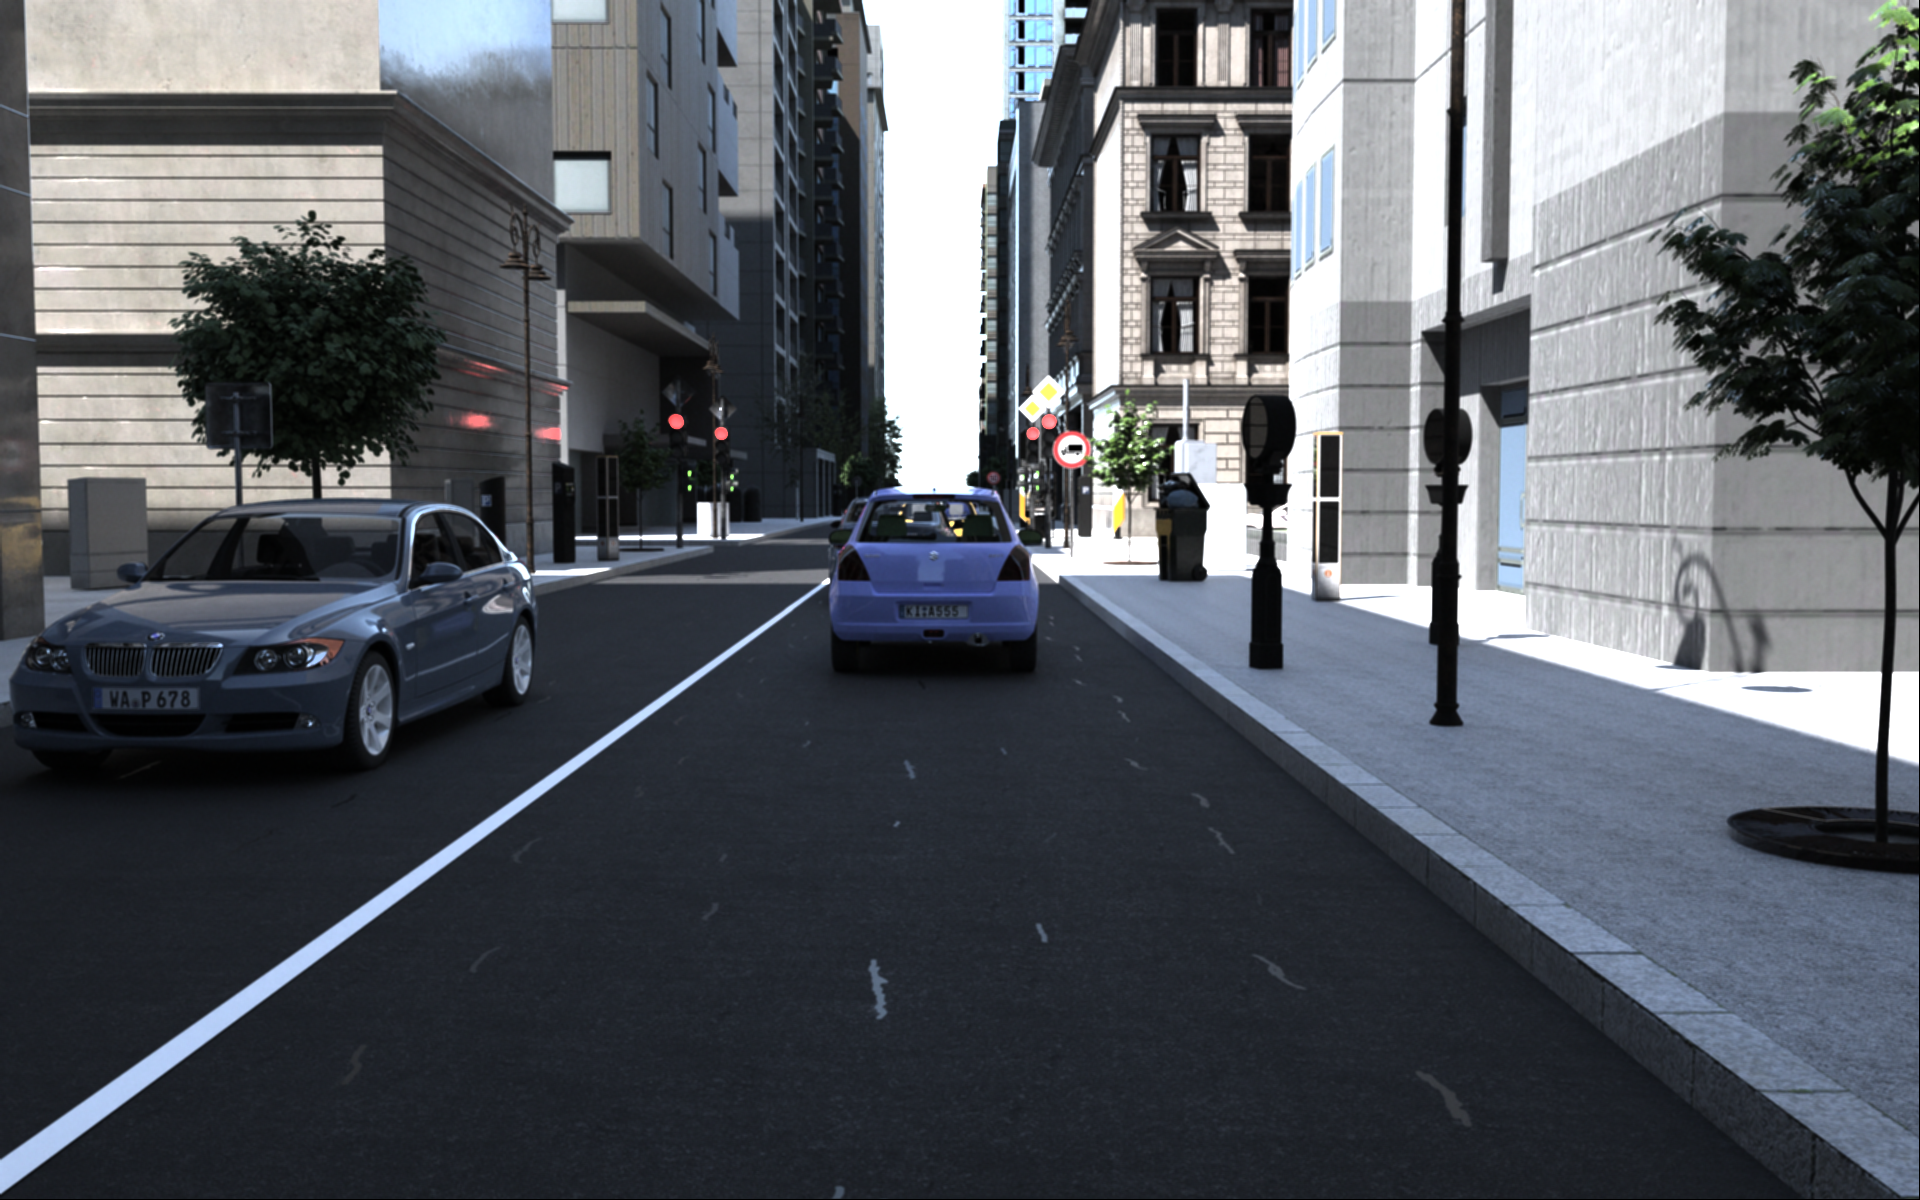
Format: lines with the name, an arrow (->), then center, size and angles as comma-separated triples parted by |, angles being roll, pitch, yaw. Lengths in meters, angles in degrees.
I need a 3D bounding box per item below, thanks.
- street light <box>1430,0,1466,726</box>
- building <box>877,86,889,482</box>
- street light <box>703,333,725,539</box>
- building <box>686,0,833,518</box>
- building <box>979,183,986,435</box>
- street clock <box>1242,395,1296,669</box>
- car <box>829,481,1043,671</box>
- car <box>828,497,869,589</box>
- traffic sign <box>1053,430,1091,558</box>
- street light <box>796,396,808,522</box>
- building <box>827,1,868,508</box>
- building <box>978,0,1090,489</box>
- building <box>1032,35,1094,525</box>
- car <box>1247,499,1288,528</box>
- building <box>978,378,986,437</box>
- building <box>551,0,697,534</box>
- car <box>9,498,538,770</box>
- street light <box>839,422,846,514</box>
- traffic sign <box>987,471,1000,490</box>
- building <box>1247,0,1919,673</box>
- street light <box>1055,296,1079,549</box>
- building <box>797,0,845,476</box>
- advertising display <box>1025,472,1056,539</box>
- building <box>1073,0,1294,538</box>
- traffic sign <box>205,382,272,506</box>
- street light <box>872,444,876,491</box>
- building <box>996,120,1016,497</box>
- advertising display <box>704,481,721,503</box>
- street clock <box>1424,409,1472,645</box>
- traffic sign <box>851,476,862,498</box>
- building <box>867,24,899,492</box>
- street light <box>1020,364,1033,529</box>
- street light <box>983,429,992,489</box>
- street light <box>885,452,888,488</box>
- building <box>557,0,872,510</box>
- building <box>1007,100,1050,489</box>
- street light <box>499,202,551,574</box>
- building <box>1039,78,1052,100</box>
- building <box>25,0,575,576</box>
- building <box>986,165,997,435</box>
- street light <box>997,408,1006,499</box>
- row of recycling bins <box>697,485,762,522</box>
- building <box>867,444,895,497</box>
street light -> 2.711, -2.244, 9.474 | 0.468, 5.910, 1.993 | 0, 4, 0
building -> -23.763, -38.672, 221.527 | 28.713, 52.752, 27.495 | 0, 4, 0
street light -> -7.060, -4.711, 49.807 | 0.468, 5.910, 1.993 | 0, 4, 0
building -> -17.862, -40.486, 100.195 | 20.563, 71.187, 20.611 | 0, 4, 0
building -> 13.738, -35.756, 239.227 | 22.147, 44.769, 28.867 | 0, 4, 0
street clock -> 2.259, -0.499, 12.723 | 0.358, 2.002, 0.471 | -1, 4, -14
car -> -0.217, -0.350, 15.322 | 1.945, 1.707, 3.694 | 0, 4, -1
car -> -0.908, -0.796, 25.019 | 2.014, 1.417, 4.499 | 0, 4, 1
traffic sign -> 2.238, -2.111, 34.626 | 0.768, 2.556, 0.104 | 1, 4, 9
street light -> -7.363, -6.585, 80.450 | 0.468, 5.910, 1.993 | 0, 4, 0
building -> -15.718, -31.154, 159.476 | 14.600, 45.320, 14.200 | 0, 4, 0
building -> 13.335, -53.156, 181.772 | 22.319, 86.520, 31.000 | 0, 4, 0
building -> 8.814, -14.252, 83.935 | 10.553, 20.767, 40.483 | 0, 4, 0
car -> 8.761, -1.983, 44.780 | 4.827, 1.381, 2.083 | 0, 3, 0
building -> 16.840, -25.953, 269.374 | 27.650, 21.520, 28.899 | 0, 4, 0
building -> -22.721, -28.904, 61.812 | 28.713, 52.752, 27.495 | 0, 4, 0
car -> -3.862, 0.090, 10.525 | 2.014, 1.417, 4.499 | 0, 4, 1
street light -> -7.458, -8.450, 110.945 | 0.468, 5.910, 1.993 | 0, 4, 0
traffic sign -> 1.867, -5.881, 96.267 | 0.768, 2.556, 0.104 | 0, 4, 5
building -> 15.782, -29.522, 24.676 | 21.231, 58.520, 28.212 | 0, 4, 0
street light -> 2.508, -4.147, 40.593 | 0.468, 5.910, 1.993 | 0, 4, 0
building -> -20.756, -29.562, 137.970 | 22.147, 44.769, 28.867 | 0, 4, 0
advertising display -> 2.319, -2.736, 49.945 | 0.974, 1.923, 0.123 | 2, 4, 31
building -> 13.574, -11.642, 54.971 | 19.286, 19.102, 10.561 | 0, 4, 0
traffic sign -> -6.608, -0.841, 15.888 | 0.606, 2.300, 0.079 | 0, 4, 2
street light -> -7.723, -11.224, 156.306 | 0.468, 5.910, 1.993 | 0, 4, 0
building -> 9.847, -22.343, 137.002 | 14.160, 30.474, 14.107 | 0, 4, 0
advertising display -> -12.594, -5.089, 88.419 | 0.974, 1.923, 0.123 | 0, 4, 7
street clock -> 4.131, -0.621, 14.720 | 0.358, 2.002, 0.471 | -1, 4, -9
traffic sign -> -7.235, -7.417, 121.379 | 0.768, 2.556, 0.104 | 0, 4, 5
building -> -19.840, -50.843, 269.529 | 20.563, 71.187, 20.611 | 0, 4, 0
street light -> 2.400, -5.435, 61.655 | 0.468, 5.910, 1.993 | 0, 4, 0
street light -> 2.087, -9.200, 123.203 | 0.468, 5.910, 1.993 | 0, 4, 0
street light -> -7.965, -13.091, 186.817 | 0.468, 5.910, 1.993 | 0, 4, 0
building -> -23.986, -36.158, 180.415 | 28.713, 52.752, 27.495 | 0, 4, 0
building -> 9.431, -18.124, 114.344 | 12.078, 24.808, 19.932 | 0, 4, 0
street light -> -6.933, -3.364, 27.787 | 0.468, 5.910, 1.993 | 0, 4, 0
building -> 19.204, -28.373, 155.774 | 32.217, 40.220, 23.993 | 0, 4, 0
building -> -25.819, -13.085, 33.032 | 34.723, 24.649, 14.460 | 0, 4, 0
building -> 10.218, -32.678, 217.878 | 14.154, 41.232, 14.086 | 0, 4, 0
street light -> 2.214, -7.335, 92.709 | 0.468, 5.910, 1.993 | 0, 4, 0
row of recycling bins -> -10.781, -4.403, 79.106 | 3.534, 1.692, 1.069 | -2, 4, -24
building -> -25.571, -33.989, 247.595 | 32.217, 40.220, 23.993 | 0, 4, 0
